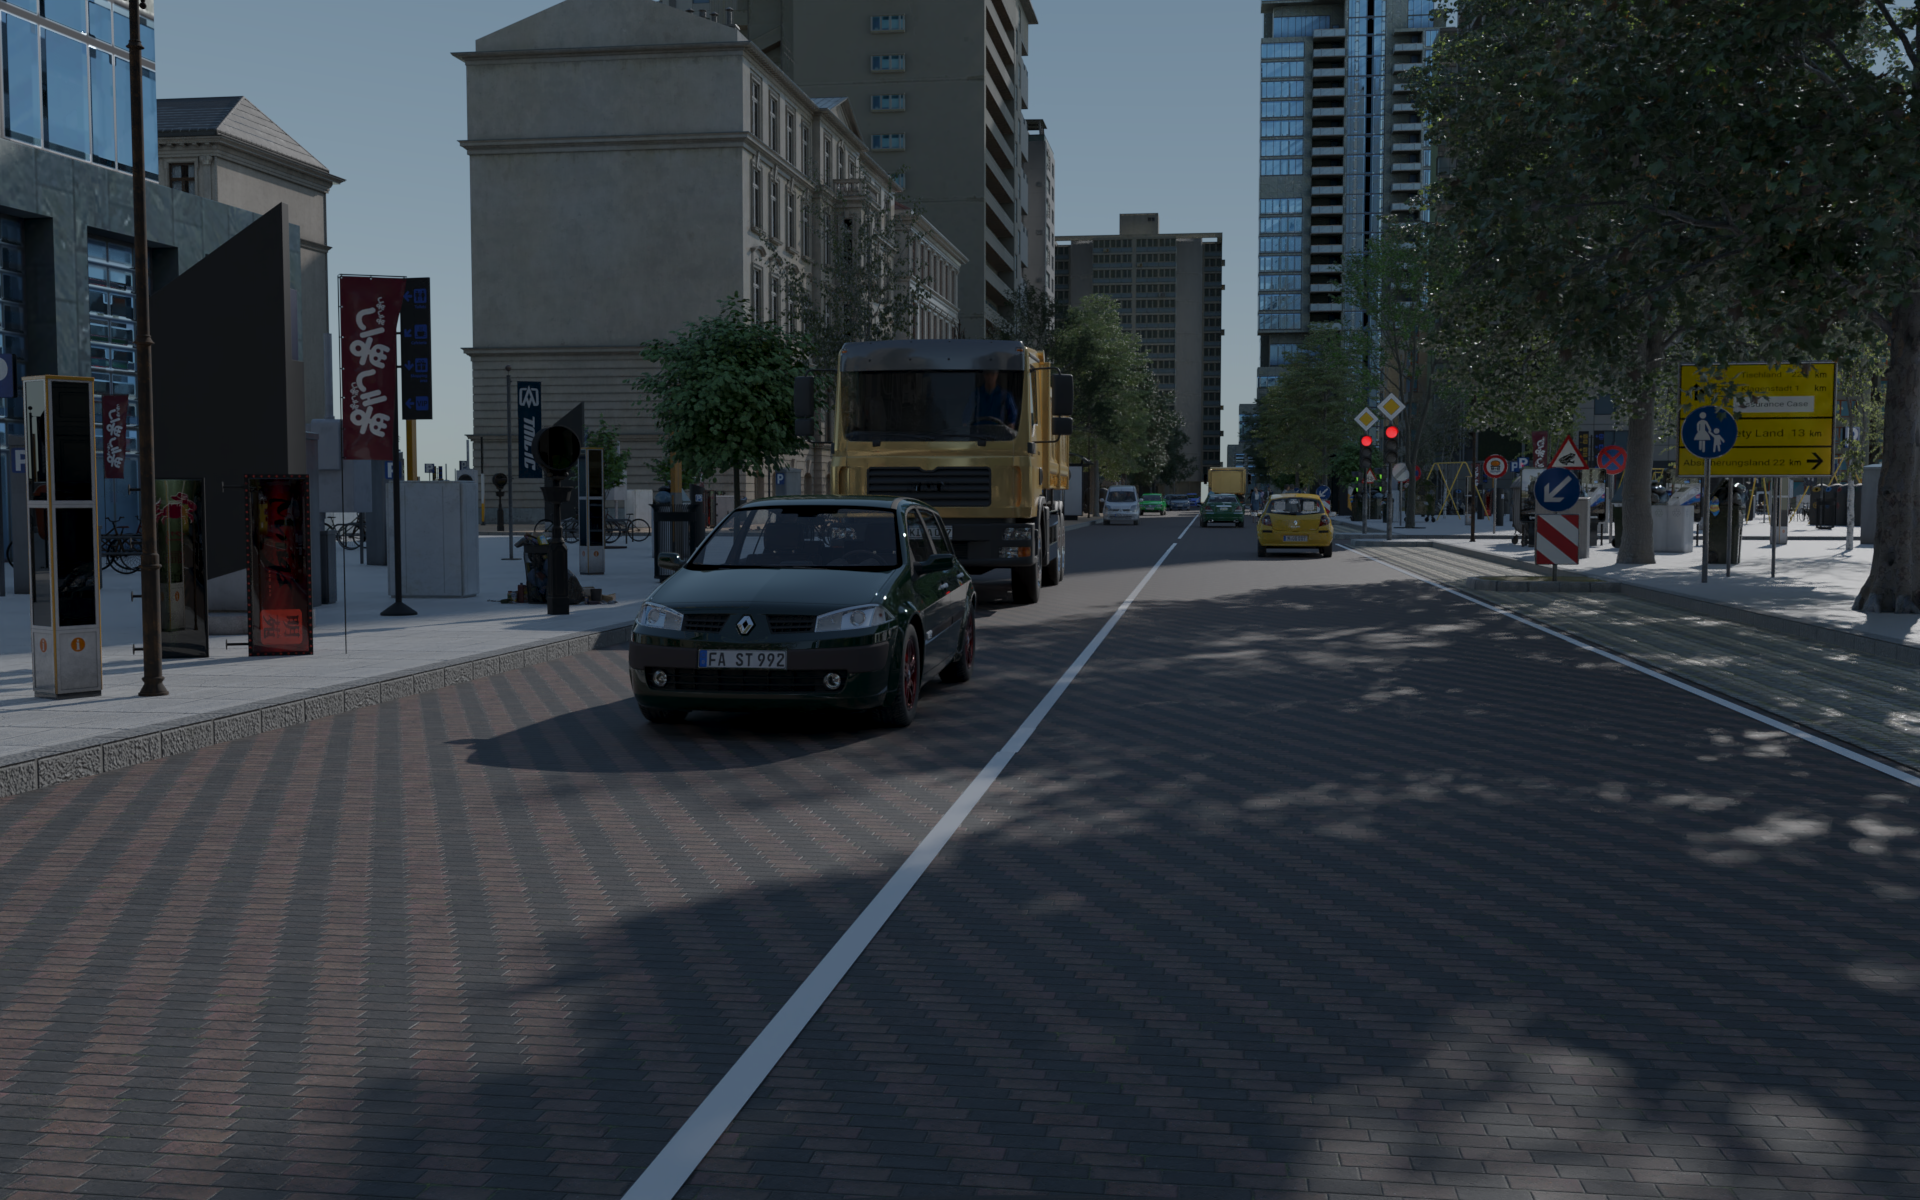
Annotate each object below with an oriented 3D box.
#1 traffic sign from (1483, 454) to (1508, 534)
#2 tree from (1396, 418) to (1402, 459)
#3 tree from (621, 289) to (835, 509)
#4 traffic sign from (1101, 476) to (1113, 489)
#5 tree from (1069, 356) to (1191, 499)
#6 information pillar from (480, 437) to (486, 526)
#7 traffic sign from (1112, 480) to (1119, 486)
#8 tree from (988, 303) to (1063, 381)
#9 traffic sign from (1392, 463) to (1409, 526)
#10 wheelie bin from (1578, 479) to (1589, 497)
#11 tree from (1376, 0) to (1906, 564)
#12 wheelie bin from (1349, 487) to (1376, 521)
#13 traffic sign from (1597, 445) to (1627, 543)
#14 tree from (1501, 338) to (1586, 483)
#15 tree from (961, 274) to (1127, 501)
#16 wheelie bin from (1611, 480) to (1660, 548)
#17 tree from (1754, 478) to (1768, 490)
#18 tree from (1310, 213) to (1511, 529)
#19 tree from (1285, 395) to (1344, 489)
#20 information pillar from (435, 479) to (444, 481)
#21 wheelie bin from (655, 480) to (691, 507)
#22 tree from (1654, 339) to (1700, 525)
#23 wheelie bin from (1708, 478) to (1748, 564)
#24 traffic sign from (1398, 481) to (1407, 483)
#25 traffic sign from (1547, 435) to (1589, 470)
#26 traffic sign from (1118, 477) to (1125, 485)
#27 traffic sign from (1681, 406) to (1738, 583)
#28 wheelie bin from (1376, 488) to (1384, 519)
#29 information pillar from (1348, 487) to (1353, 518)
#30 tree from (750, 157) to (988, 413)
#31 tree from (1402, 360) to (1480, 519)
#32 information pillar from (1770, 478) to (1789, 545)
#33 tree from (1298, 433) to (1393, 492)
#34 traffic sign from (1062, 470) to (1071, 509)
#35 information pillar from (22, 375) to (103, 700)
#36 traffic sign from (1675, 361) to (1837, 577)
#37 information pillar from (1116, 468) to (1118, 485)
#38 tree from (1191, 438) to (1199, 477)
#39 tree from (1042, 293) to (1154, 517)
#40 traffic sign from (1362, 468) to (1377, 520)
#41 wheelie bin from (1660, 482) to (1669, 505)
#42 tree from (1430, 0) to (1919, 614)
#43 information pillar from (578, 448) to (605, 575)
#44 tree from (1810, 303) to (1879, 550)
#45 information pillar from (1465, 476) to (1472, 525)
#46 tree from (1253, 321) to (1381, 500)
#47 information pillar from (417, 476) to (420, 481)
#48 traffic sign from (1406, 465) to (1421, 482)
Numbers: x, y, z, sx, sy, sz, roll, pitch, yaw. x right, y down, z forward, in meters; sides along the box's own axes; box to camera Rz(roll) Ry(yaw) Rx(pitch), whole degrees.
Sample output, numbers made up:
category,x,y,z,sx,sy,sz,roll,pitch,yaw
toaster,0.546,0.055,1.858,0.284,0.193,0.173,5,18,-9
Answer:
category,x,y,z,sx,sy,sz,roll,pitch,yaw
traffic sign,17.232,-3.406,55.798,0.768,2.556,0.104,1,4,16
tree,33.726,-10.727,125.742,4.360,8.622,3.978,0,3,0
tree,-3.699,-2.701,27.873,4.285,4.588,4.351,0,3,0
traffic sign,10.274,-7.418,121.283,0.884,2.594,0.081,1,4,12
tree,13.136,-13.518,138.031,9.611,12.733,9.660,0,3,0
information pillar,-19.502,-4.858,70.775,0.183,3.616,0.504,-1,4,-10
traffic sign,11.133,-7.649,125.063,0.884,2.594,0.081,1,4,10
tree,1.715,-7.082,66.146,4.360,8.622,3.978,0,3,0
traffic sign,17.867,-4.285,70.160,0.768,2.556,0.104,1,4,14
wheelie bin,13.098,-1.800,37.339,0.980,1.594,0.693,0,4,-7
tree,12.637,-7.647,31.687,9.857,13.997,8.962,0,3,0
wheelie bin,18.814,-4.494,81.386,0.980,1.594,0.693,-1,4,-18
traffic sign,16.935,-2.747,45.012,0.768,2.556,0.104,1,4,14
tree,25.441,-7.617,74.900,4.737,8.622,4.395,0,3,0
tree,3.667,-8.514,73.619,7.601,10.594,8.767,2,4,32
wheelie bin,15.909,-2.030,41.102,0.693,1.594,0.980,-1,4,-19
tree,46.288,-9.018,97.801,4.737,8.622,4.395,0,3,0
tree,16.795,-8.466,64.167,9.928,11.665,9.643,0,3,0
tree,25.214,-10.464,121.441,4.737,8.622,4.395,0,3,0
information pillar,-24.952,-4.807,83.083,0.304,2.012,0.304,-3,5,-41
wheelie bin,-6.640,-1.963,40.009,0.693,1.594,0.980,1,4,9
tree,28.499,-7.119,66.765,4.360,8.622,3.978,0,3,0
wheelie bin,14.119,-1.470,31.940,0.693,1.594,0.980,2,4,32
traffic sign,20.728,-5.026,82.184,0.884,2.594,0.081,1,4,13
traffic sign,13.330,-2.325,38.017,0.884,2.594,0.081,1,4,16
traffic sign,12.093,-8.002,130.938,0.768,2.556,0.104,1,4,9
traffic sign,10.769,-1.521,24.974,0.768,2.556,0.104,1,4,9
wheelie bin,20.943,-4.868,87.505,0.980,1.594,0.693,3,5,41
information pillar,21.360,-6.295,94.273,0.504,3.616,0.183,-1,4,-18
tree,-2.310,-5.308,37.154,4.360,8.622,3.978,0,3,0
tree,25.488,-8.595,90.887,4.360,8.622,3.978,0,3,0
information pillar,20.851,-2.420,44.060,0.304,2.012,0.304,-2,4,-25
tree,21.117,-6.608,91.761,4.285,4.588,4.351,0,3,0
traffic sign,4.816,-4.949,81.028,0.768,2.556,0.104,1,4,11
information pillar,-5.653,-0.393,10.916,0.304,2.012,0.304,3,4,36
traffic sign,12.227,-2.007,26.680,2.265,3.308,0.079,1,4,13
information pillar,10.962,-7.923,120.892,0.183,3.616,0.504,0,4,4
tree,18.288,-15.817,175.609,9.611,12.733,9.660,0,3,0
tree,7.369,-11.030,98.464,7.486,12.596,7.792,0,3,0
traffic sign,20.360,-5.265,86.087,0.884,2.594,0.081,1,4,16
wheelie bin,18.505,-2.308,45.642,0.693,1.594,0.980,0,4,1
tree,10.230,-6.207,18.485,9.611,12.733,9.660,0,3,0
information pillar,-5.859,-1.409,27.522,0.304,2.012,0.304,-3,5,-40
tree,20.222,-5.458,39.594,4.360,8.622,3.978,0,3,0
information pillar,20.900,-4.069,71.024,0.304,2.012,0.304,0,4,1
tree,23.894,-11.983,114.047,7.486,12.596,7.792,0,3,0
information pillar,-22.564,-4.122,71.882,0.304,2.012,0.304,-1,4,-10
traffic sign,19.352,-4.532,74.209,0.768,2.556,0.104,1,4,11
